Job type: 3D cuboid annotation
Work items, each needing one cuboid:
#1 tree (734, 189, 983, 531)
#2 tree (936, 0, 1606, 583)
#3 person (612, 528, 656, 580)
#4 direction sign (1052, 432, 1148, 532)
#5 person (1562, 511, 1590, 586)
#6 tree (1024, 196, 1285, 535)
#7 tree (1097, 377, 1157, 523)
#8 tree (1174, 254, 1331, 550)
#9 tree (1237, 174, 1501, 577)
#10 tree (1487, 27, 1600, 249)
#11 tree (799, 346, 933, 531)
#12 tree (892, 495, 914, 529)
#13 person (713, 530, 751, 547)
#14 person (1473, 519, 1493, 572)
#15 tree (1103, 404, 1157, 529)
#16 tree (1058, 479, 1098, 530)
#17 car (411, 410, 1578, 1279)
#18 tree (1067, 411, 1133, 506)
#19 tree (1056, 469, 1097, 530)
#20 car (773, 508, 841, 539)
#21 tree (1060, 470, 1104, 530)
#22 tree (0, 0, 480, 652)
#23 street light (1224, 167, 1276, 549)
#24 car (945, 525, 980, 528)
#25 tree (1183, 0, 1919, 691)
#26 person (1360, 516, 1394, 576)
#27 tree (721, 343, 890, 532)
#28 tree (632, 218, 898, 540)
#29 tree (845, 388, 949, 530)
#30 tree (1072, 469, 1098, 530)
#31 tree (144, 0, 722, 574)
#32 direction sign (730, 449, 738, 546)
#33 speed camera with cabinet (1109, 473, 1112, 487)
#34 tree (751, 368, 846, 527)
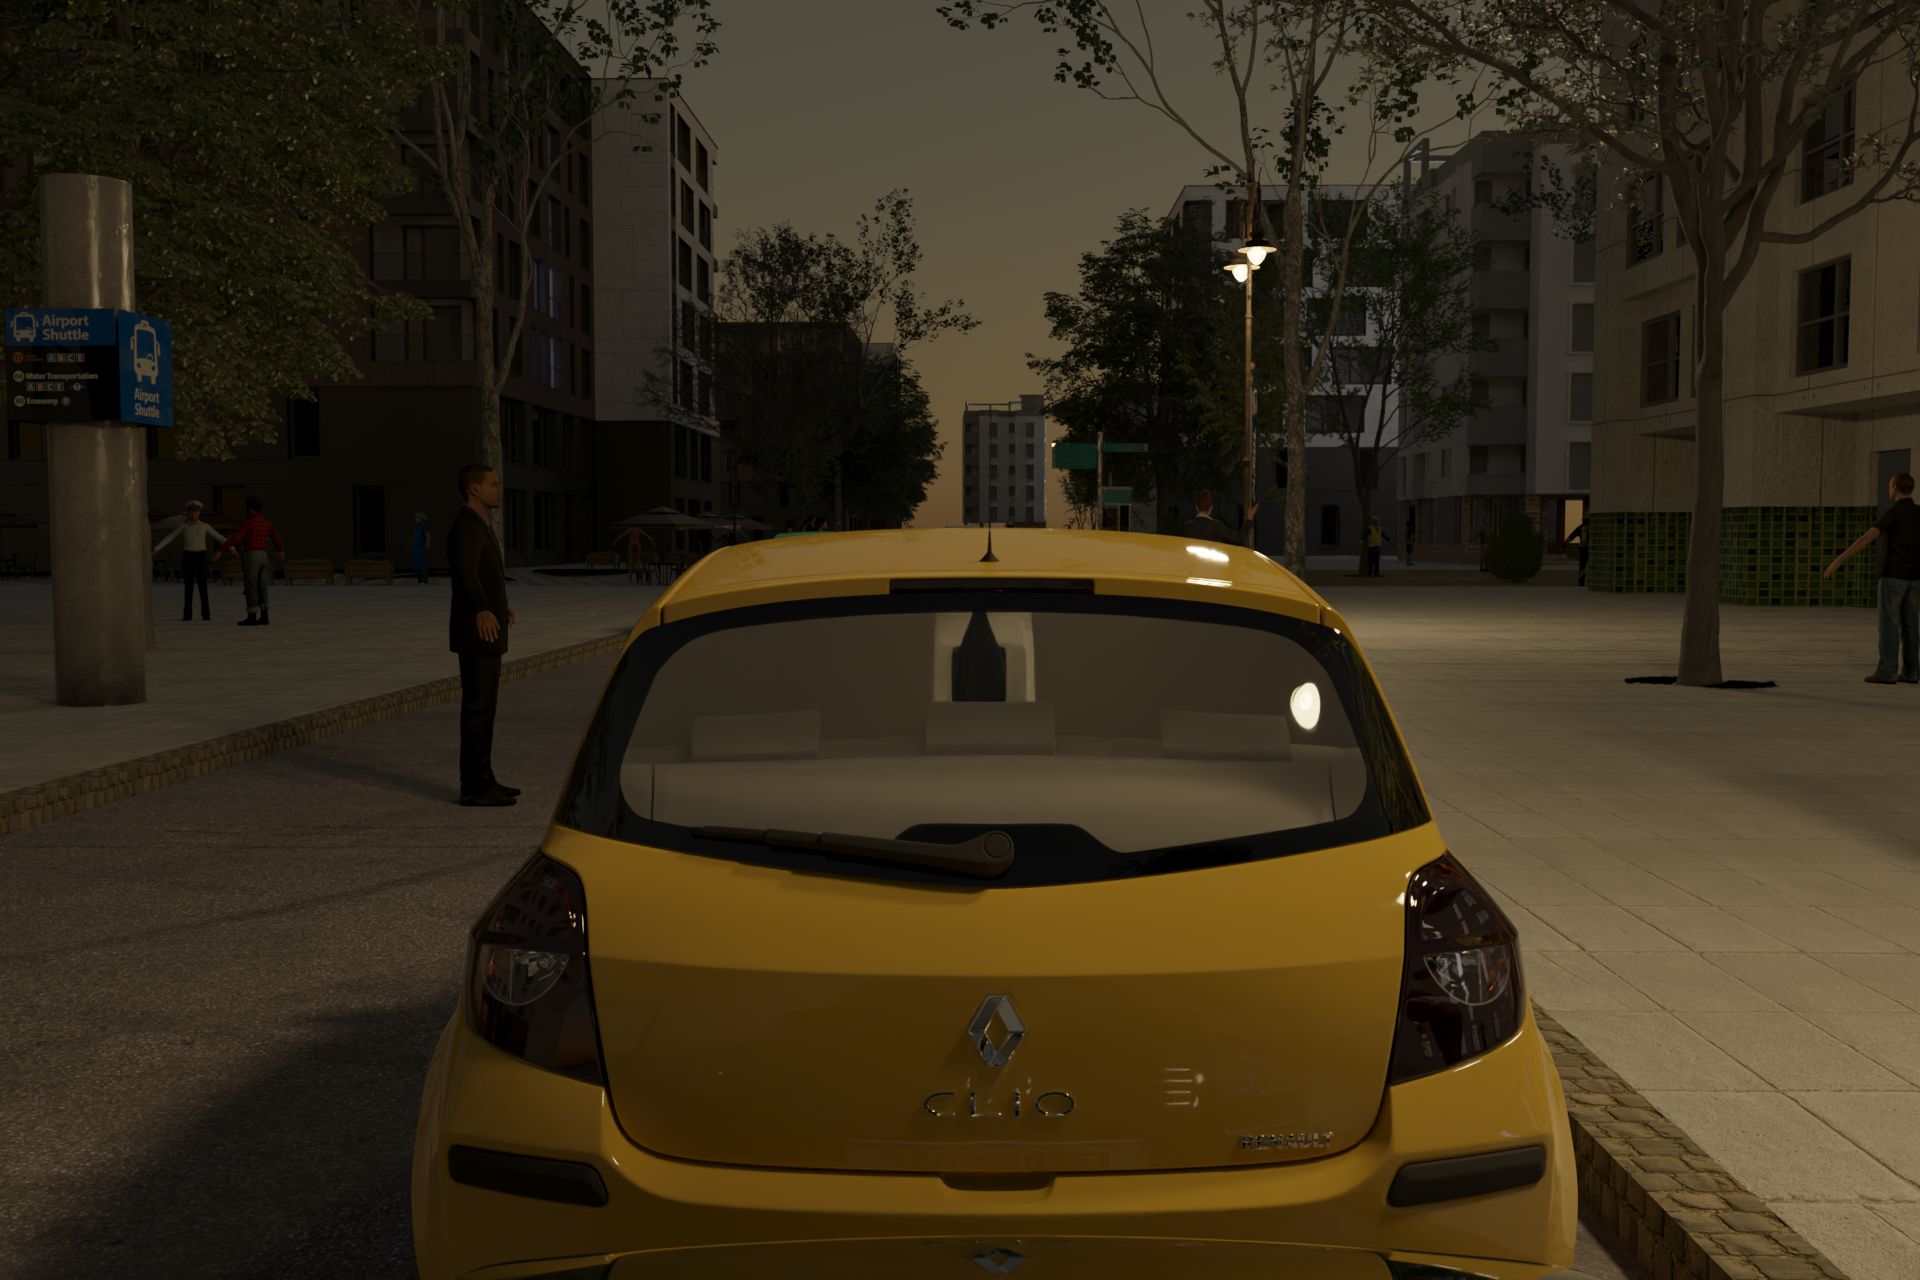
[{"bbox_3d":[-5.543,-14.598,94.565,12.611,20.169,13.585,0,3,0],"label":"tree"},{"bbox_3d":[5.651,-10.806,32.571,12.611,20.169,13.585,0,3,0],"label":"tree"},{"bbox_3d":[-9.131,-2.556,48.596,1.217,1.733,0.721,-1,4,-13],"label":"person"},{"bbox_3d":[3.684,-3.439,44.998,2.525,3.948,1.411,0,4,-1],"label":"direction sign"},{"bbox_3d":[15.438,-2.250,42.574,1.354,1.856,0.705,3,5,42],"label":"person"},{"bbox_3d":[7.577,-9.716,65.516,9.857,13.997,8.962,0,3,0],"label":"tree"},{"bbox_3d":[8.003,-8.066,82.236,4.737,8.622,4.395,0,3,0],"label":"tree"},{"bbox_3d":[7.620,-5.792,45.068,4.737,8.622,4.395,0,3,0],"label":"tree"},{"bbox_3d":[12.053,-7.692,51.520,9.928,11.665,9.643,0,3,0],"label":"tree"},{"bbox_3d":[25.562,-12.605,61.984,12.611,20.169,13.585,0,3,0],"label":"tree"},{"bbox_3d":[-6.483,-12.903,117.621,9.857,13.997,8.962,0,3,0],"label":"tree"},{"bbox_3d":[-5.486,-12.149,149.001,4.737,8.622,4.395,0,3,0],"label":"tree"},{"bbox_3d":[-7.719,-3.238,58.796,1.347,1.847,0.705,0,4,-7],"label":"person"},{"bbox_3d":[17.933,-3.229,59.059,1.348,1.796,0.705,-2,4,-31],"label":"person"},{"bbox_3d":[8.118,-8.444,88.420,4.360,8.622,3.978,0,3,0],"label":"tree"},{"bbox_3d":[18.409,-19.987,237.163,12.009,13.543,11.850,0,3,0],"label":"tree"},{"bbox_3d":[0.050,0.371,4.163,2.015,1.641,3.980,0,3,0],"label":"car"},{"bbox_3d":[8.360,-8.958,96.825,4.737,8.622,4.395,0,3,0],"label":"tree"},{"bbox_3d":[9.713,-11.679,141.315,4.360,8.622,3.978,0,3,0],"label":"tree"},{"bbox_3d":[-1.822,-0.859,22.842,1.959,1.807,4.718,0,4,1],"label":"car"},{"bbox_3d":[9.241,-10.984,129.949,4.737,8.622,4.395,0,3,0],"label":"tree"},{"bbox_3d":[-9.249,-6.170,19.012,7.486,12.596,7.792,0,3,0],"label":"tree"},{"bbox_3d":[3.714,-3.031,22.348,0.468,5.910,1.993,0,4,2],"label":"street light"},{"bbox_3d":[0.124,-3.892,72.309,2.281,1.827,5.304,0,4,2],"label":"car"},{"bbox_3d":[6.281,-6.348,14.163,12.009,13.543,11.850,0,3,0],"label":"tree"},{"bbox_3d":[12.419,-2.803,51.791,1.349,1.833,0.705,-2,4,-30],"label":"person"},{"bbox_3d":[-7.559,-9.156,84.110,8.767,10.594,7.601,0,4,0],"label":"tree"},{"bbox_3d":[-7.540,-9.637,67.941,12.009,13.543,11.850,0,3,0],"label":"tree"},{"bbox_3d":[-5.693,-14.262,139.840,9.857,13.997,8.962,0,3,0],"label":"tree"},{"bbox_3d":[8.562,-9.671,108.489,4.737,8.622,4.395,0,3,0],"label":"tree"},{"bbox_3d":[-9.978,-10.765,31.904,12.611,20.169,13.585,0,3,0],"label":"tree"},{"bbox_3d":[-6.052,-3.333,46.493,0.379,3.537,0.876,0,4,3],"label":"direction sign"},{"bbox_3d":[5.016,-3.733,55.371,0.660,3.252,2.038,0,4,2],"label":"speed camera with cabinet"},{"bbox_3d":[-7.206,-7.717,76.529,4.737,8.622,4.395,0,3,0],"label":"tree"}]
